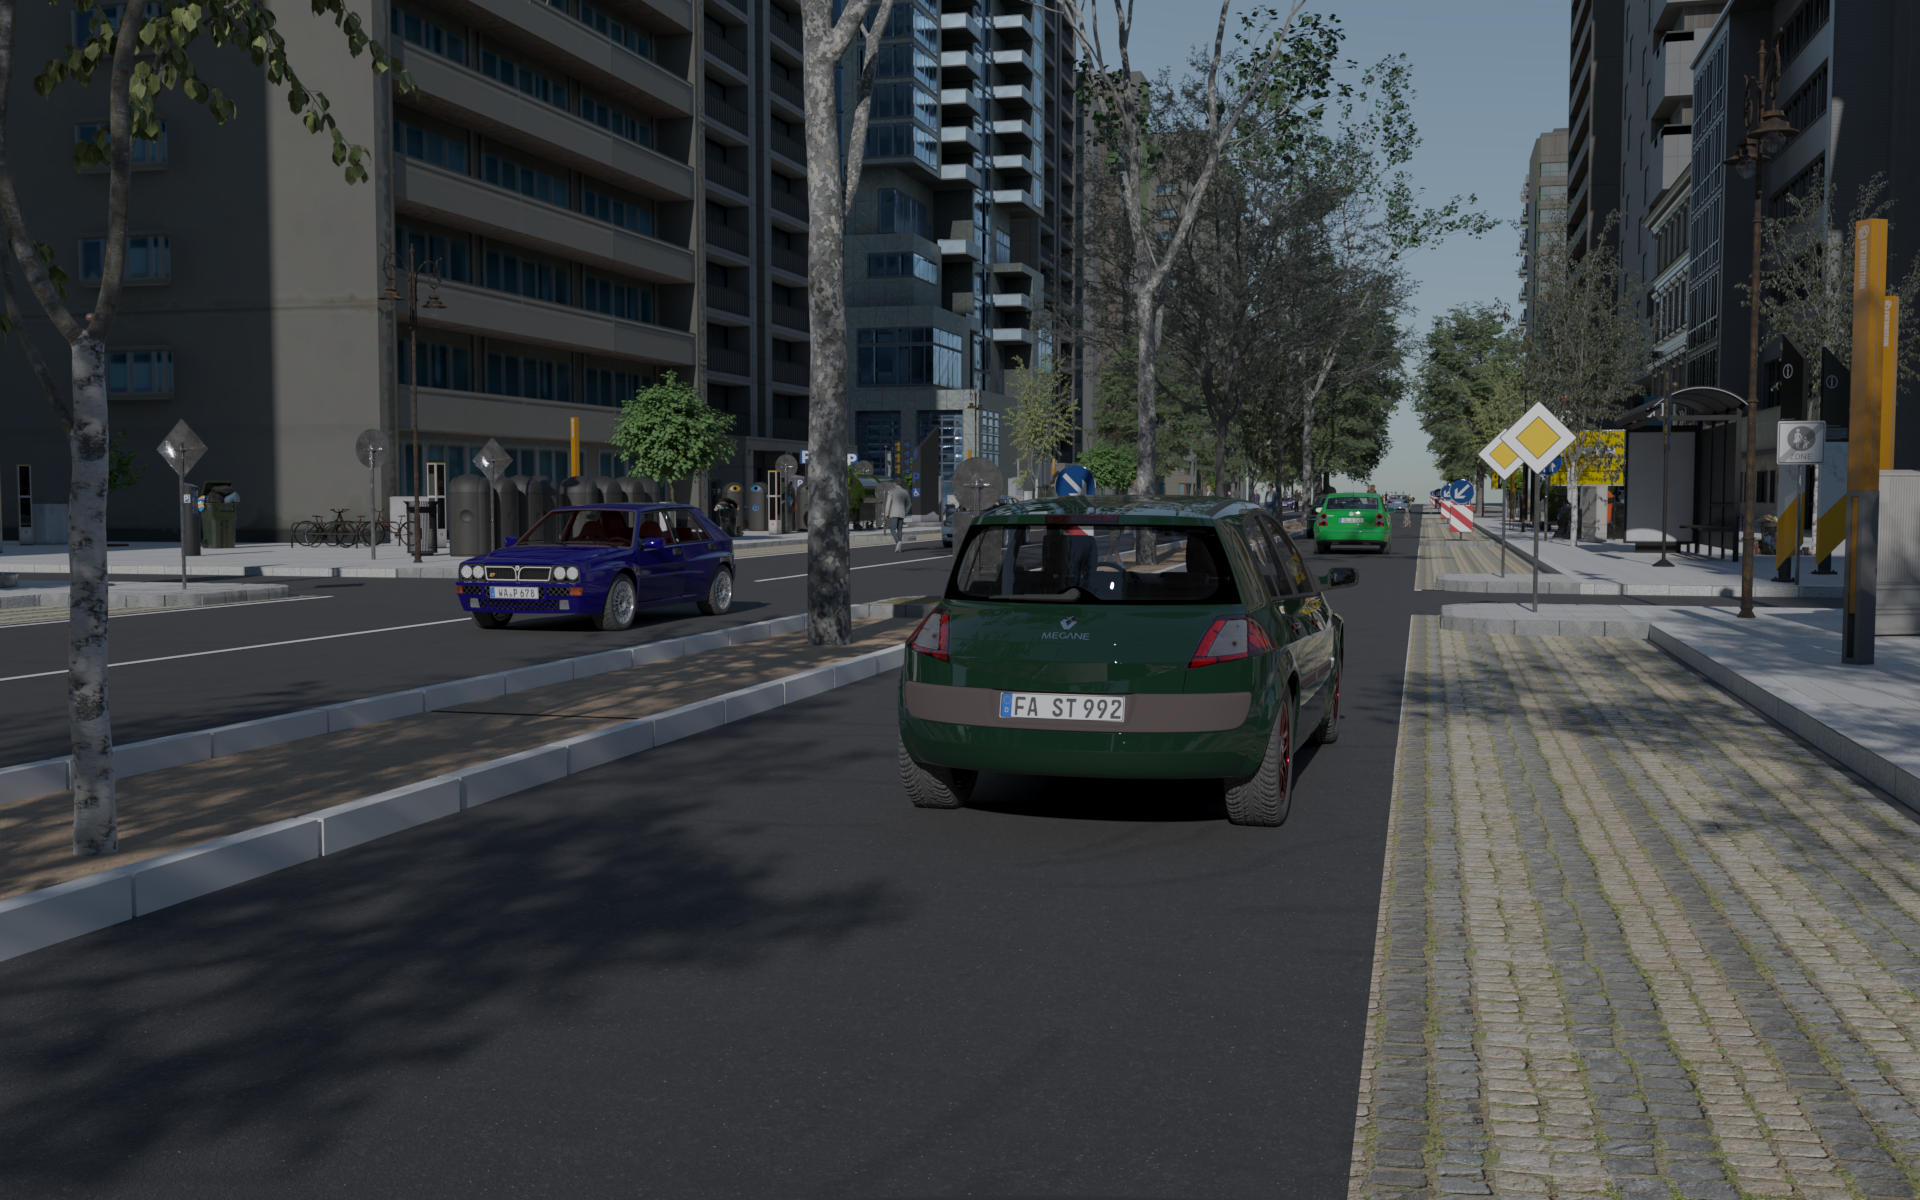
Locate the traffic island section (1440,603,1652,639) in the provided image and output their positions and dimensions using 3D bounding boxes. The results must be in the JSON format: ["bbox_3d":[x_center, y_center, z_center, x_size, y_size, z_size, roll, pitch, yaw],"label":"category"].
[{"bbox_3d":[6.260,0.213,18.804,2.009,0.180,2.903,1,4,15],"label":"traffic island section"}]

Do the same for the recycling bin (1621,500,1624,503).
[{"bbox_3d":[30.288,-4.011,78.141,0.722,1.027,0.722,0,4,1],"label":"recycling bin"}]

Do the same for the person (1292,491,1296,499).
[{"bbox_3d":[41.131,-12.482,212.577,1.348,1.824,0.705,3,4,37],"label":"person"}]

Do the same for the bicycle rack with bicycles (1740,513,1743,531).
[{"bbox_3d":[26.114,-2.898,60.759,2.852,0.926,2.925,-1,4,-20],"label":"bicycle rack with bicycles"}]

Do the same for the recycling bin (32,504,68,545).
[{"bbox_3d":[-23.237,-1.928,44.079,0.722,1.027,0.722,1,4,19],"label":"recycling bin"}]

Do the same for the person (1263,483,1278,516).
[{"bbox_3d":[11.017,-3.224,61.239,0.654,1.822,0.581,-3,5,-41],"label":"person"}]

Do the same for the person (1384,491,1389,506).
[{"bbox_3d":[51.296,-12.211,208.674,0.721,1.766,1.217,-3,5,-40],"label":"person"}]

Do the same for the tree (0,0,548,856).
[{"bbox_3d":[-3.415,-3.305,6.864,4.737,8.622,4.395,0,3,0],"label":"tree"}]

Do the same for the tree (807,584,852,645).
[{"bbox_3d":[-0.288,-9.565,14.742,12.611,20.169,13.585,0,3,0],"label":"tree"}]

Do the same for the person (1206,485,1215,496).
[{"bbox_3d":[9.735,-3.609,67.906,0.834,1.777,0.661,-2,4,-31],"label":"person"}]

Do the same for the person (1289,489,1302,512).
[{"bbox_3d":[26.839,-7.922,138.168,1.348,1.807,0.705,-2,4,-34],"label":"person"}]

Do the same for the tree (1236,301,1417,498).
[{"bbox_3d":[20.371,-10.799,96.021,9.611,12.733,9.660,0,3,0],"label":"tree"}]

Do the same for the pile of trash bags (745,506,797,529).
[{"bbox_3d":[-6.849,-3.333,64.246,1.912,1.369,3.447,3,4,38],"label":"pile of trash bags"}]

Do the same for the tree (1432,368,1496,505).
[{"bbox_3d":[45.886,-14.452,154.422,7.486,12.596,7.792,0,3,0],"label":"tree"}]

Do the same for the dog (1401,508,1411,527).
[{"bbox_3d":[19.591,-3.636,76.291,0.800,0.831,0.513,-3,4,-36],"label":"dog"}]

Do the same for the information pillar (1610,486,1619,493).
[{"bbox_3d":[31.658,-4.854,83.849,0.304,2.012,0.304,-1,4,-13],"label":"information pillar"}]

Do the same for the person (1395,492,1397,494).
[{"bbox_3d":[55.614,-12.977,221.386,1.217,1.736,0.721,-3,5,-40],"label":"person"}]

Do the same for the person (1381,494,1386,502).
[{"bbox_3d":[48.679,-11.486,199.554,1.065,1.426,0.557,1,4,15],"label":"person"}]

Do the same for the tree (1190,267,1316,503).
[{"bbox_3d":[9.223,-6.211,54.366,4.360,8.622,3.978,0,3,0],"label":"tree"}]

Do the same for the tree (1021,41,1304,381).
[{"bbox_3d":[6.983,-8.161,46.255,12.009,13.543,11.850,0,3,0],"label":"tree"}]

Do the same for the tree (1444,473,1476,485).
[{"bbox_3d":[47.559,-11.072,164.733,4.285,4.588,4.351,0,3,0],"label":"tree"}]

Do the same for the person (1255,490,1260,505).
[{"bbox_3d":[19.112,-6.253,111.648,0.530,1.710,0.541,-2,4,-30],"label":"person"}]

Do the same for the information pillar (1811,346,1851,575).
[{"bbox_3d":[13.888,-2.215,27.573,0.504,3.616,0.183,-1,4,-11],"label":"information pillar"}]

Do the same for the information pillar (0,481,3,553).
[{"bbox_3d":[-20.975,-2.021,37.538,0.304,2.012,0.304,-3,5,-39],"label":"information pillar"}]

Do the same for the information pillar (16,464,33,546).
[{"bbox_3d":[-23.304,-2.365,43.164,0.304,2.012,0.304,-2,4,-31],"label":"information pillar"}]

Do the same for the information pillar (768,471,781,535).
[{"bbox_3d":[-5.836,-3.064,54.594,0.304,2.012,0.304,2,4,24],"label":"information pillar"}]

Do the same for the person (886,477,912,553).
[{"bbox_3d":[-1.497,-2.097,42.627,0.661,1.843,0.795,-1,4,-23],"label":"person"}]

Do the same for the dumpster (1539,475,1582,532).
[{"bbox_3d":[20.659,-3.496,59.646,1.502,2.255,1.985,1,4,15],"label":"dumpster"}]

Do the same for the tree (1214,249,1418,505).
[{"bbox_3d":[17.820,-10.802,85.721,9.857,13.997,8.962,0,3,0],"label":"tree"}]

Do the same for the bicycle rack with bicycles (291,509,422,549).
[{"bbox_3d":[-14.917,-1.746,41.928,2.925,0.926,2.852,1,4,16],"label":"bicycle rack with bicycles"}]

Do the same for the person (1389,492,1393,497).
[{"bbox_3d":[46.939,-10.941,188.321,0.436,1.711,0.756,0,4,7],"label":"person"}]

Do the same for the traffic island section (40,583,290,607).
[{"bbox_3d":[-10.441,-0.061,23.275,2.009,0.180,2.903,1,4,15],"label":"traffic island section"}]

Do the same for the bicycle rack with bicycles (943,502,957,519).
[{"bbox_3d":[-1.173,-4.198,82.016,2.852,0.926,2.925,2,4,23],"label":"bicycle rack with bicycles"}]

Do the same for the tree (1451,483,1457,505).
[{"bbox_3d":[59.563,-13.127,209.228,1.663,3.219,1.824,0,3,0],"label":"tree"}]

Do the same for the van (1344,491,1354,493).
[{"bbox_3d":[48.953,-12.896,217.867,2.013,2.044,4.112,1,4,13],"label":"van"}]

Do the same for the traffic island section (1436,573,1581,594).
[{"bbox_3d":[8.330,-0.259,26.517,2.009,0.180,2.903,1,4,15],"label":"traffic island section"}]

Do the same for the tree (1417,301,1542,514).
[{"bbox_3d":[34.240,-12.650,113.487,9.857,13.997,8.962,0,3,0],"label":"tree"}]

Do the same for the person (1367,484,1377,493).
[{"bbox_3d":[16.991,-3.859,71.565,0.573,1.828,0.580,-2,4,-32],"label":"person"}]

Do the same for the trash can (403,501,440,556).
[{"bbox_3d":[-11.146,-1.482,35.879,0.748,1.137,0.748,0,3,0],"label":"trash can"}]

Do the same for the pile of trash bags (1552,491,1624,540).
[{"bbox_3d":[18.116,-2.424,49.381,1.912,1.369,3.447,1,4,9],"label":"pile of trash bags"}]

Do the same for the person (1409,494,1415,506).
[{"bbox_3d":[53.271,-11.784,204.355,0.799,1.438,0.628,1,4,15],"label":"person"}]

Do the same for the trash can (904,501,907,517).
[{"bbox_3d":[-3.211,-5.113,95.244,0.748,1.137,0.748,0,3,0],"label":"trash can"}]

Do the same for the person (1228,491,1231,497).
[{"bbox_3d":[23.046,-8.512,148.476,0.445,1.727,0.742,0,4,-4],"label":"person"}]

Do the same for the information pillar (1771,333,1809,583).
[{"bbox_3d":[12.037,-2.062,25.064,0.183,3.616,0.504,-1,4,-12],"label":"information pillar"}]

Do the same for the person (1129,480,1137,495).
[{"bbox_3d":[4.460,-2.108,43.314,0.624,1.780,0.694,-3,4,-38],"label":"person"}]

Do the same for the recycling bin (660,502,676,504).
[{"bbox_3d":[-9.286,-2.519,53.742,0.722,1.027,0.722,1,4,18],"label":"recycling bin"}]

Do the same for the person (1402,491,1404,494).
[{"bbox_3d":[65.127,-15.033,254.305,1.348,1.823,0.705,-1,4,-16],"label":"person"}]

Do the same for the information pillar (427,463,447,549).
[{"bbox_3d":[-12.350,-2.226,40.892,0.304,2.012,0.304,2,4,32],"label":"information pillar"}]

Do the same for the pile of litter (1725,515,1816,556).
[{"bbox_3d":[17.146,-1.384,36.598,1.176,0.858,1.719,-3,5,-40],"label":"pile of litter"}]

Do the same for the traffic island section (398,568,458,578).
[{"bbox_3d":[-8.371,-0.533,30.988,2.009,0.180,2.903,1,4,15],"label":"traffic island section"}]
